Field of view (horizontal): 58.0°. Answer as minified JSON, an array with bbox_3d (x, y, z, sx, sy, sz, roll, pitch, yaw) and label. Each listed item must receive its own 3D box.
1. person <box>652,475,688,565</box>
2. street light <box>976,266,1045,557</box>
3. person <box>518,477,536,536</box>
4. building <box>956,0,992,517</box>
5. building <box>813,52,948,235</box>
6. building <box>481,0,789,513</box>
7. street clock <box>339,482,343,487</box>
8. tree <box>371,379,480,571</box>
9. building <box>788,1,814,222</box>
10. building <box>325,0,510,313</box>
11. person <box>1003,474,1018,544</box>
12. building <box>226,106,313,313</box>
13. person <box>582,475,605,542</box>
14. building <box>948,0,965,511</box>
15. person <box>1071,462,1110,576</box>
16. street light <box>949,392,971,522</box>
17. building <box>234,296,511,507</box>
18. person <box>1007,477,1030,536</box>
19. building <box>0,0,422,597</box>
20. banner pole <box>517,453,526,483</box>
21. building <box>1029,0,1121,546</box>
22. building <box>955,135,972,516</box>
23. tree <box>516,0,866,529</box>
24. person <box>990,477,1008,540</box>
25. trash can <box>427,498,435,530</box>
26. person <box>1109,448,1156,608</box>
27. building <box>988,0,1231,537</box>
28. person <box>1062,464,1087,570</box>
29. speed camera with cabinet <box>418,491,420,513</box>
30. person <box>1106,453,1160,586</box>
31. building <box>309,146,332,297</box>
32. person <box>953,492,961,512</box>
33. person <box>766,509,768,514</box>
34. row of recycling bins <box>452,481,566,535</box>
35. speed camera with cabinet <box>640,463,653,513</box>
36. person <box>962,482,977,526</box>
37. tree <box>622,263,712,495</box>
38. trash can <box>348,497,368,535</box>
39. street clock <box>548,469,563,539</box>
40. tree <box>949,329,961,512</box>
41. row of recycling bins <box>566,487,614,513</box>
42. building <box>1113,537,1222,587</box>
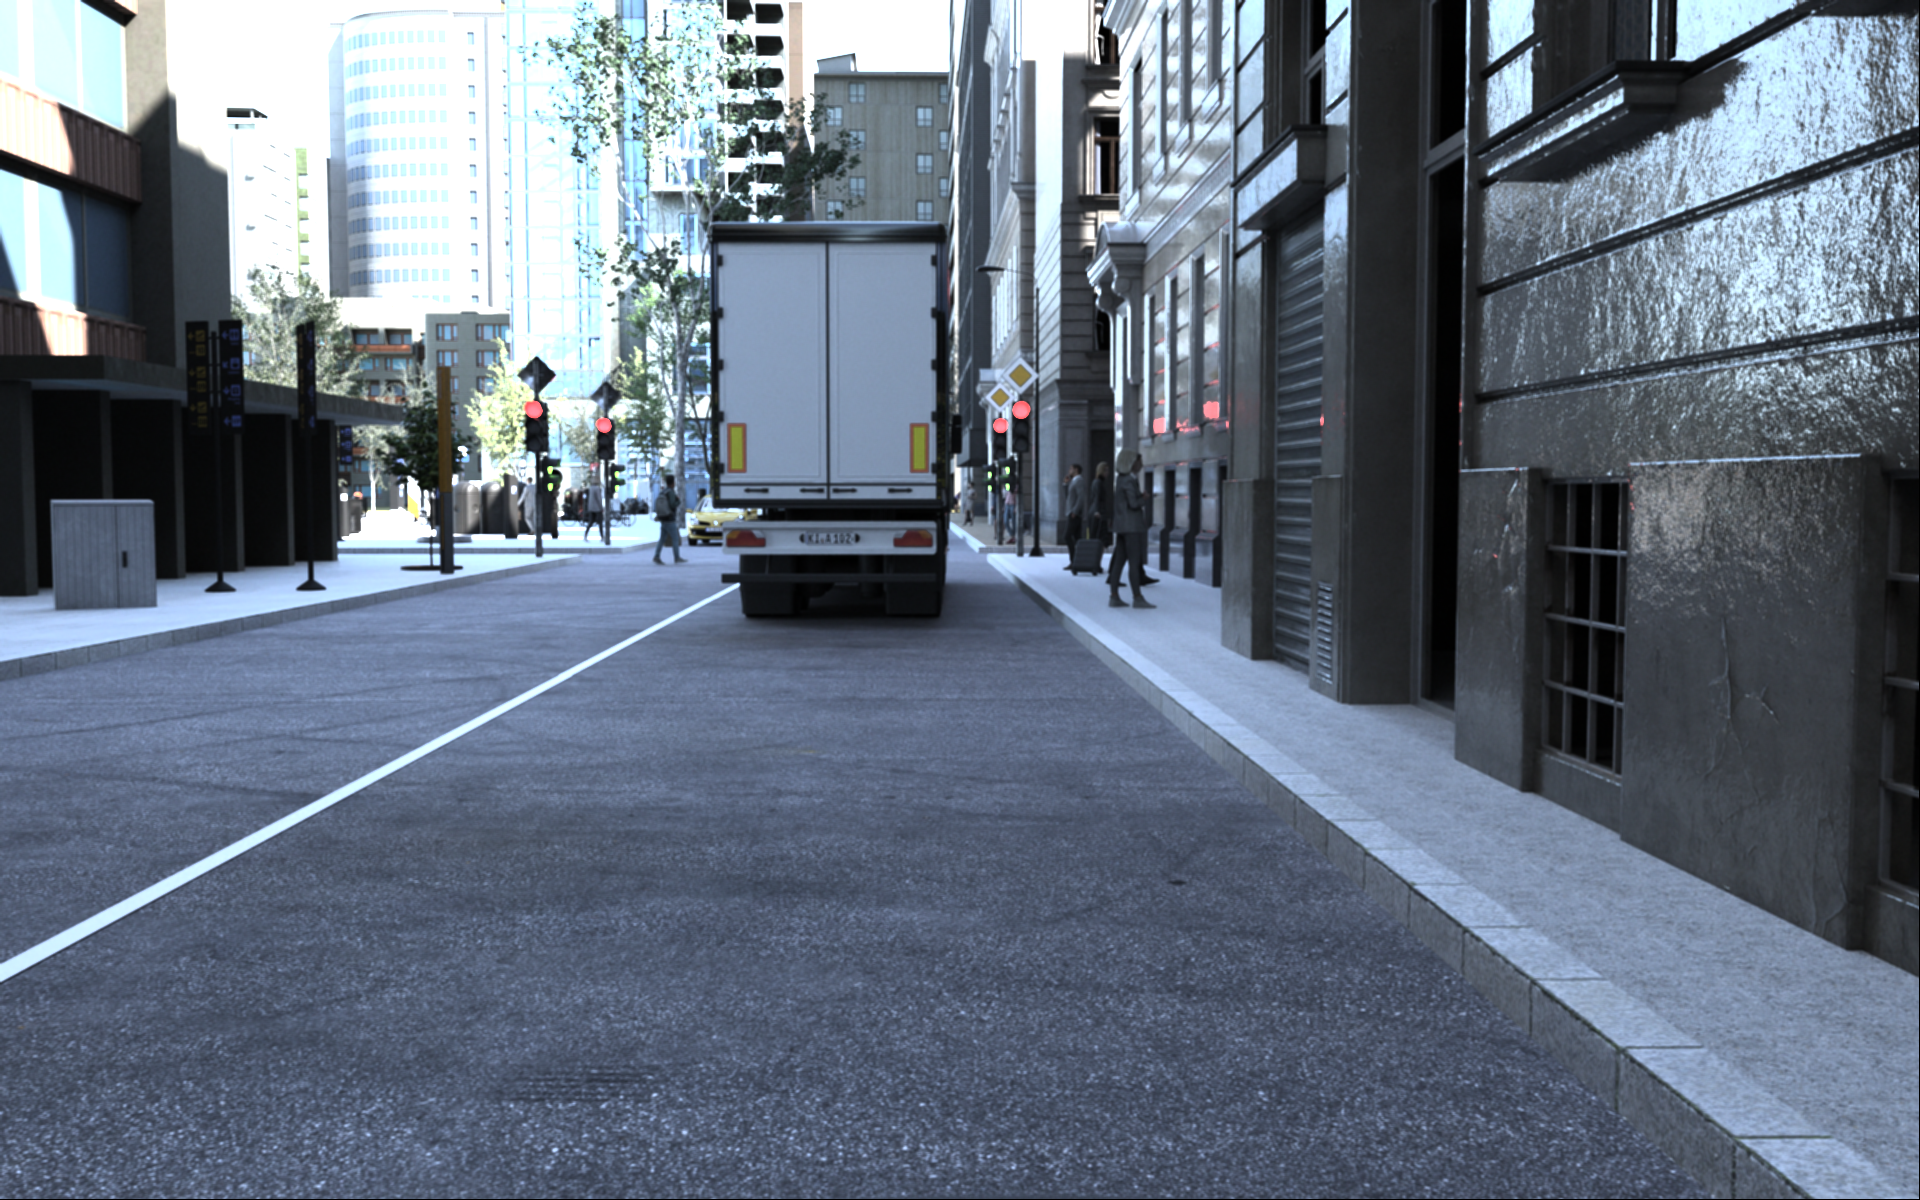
[{"bbox_3d":[-5.886,-1.622,35.001,0.713,1.824,0.794,-1,4,-20],"label":"person"},{"bbox_3d":[1.034,-3.844,35.387,1.470,5.913,1.316,0,4,-2],"label":"street light"},{"bbox_3d":[-13.166,-2.862,52.955,0.853,1.813,0.709,2,4,34],"label":"person"},{"bbox_3d":[7.219,-17.887,85.963,14.314,27.812,24.014,0,4,-2],"label":"building"},{"bbox_3d":[-4.486,-38.329,215.916,27.495,52.752,28.713,0,4,-2],"label":"building"},{"bbox_3d":[-23.166,-50.084,131.541,22.319,86.520,31.000,0,4,-2],"label":"building"},{"bbox_3d":[-36.156,-5.905,101.115,0.358,2.002,0.471,-2,4,-26],"label":"street clock"},{"bbox_3d":[-9.136,-2.128,29.399,1.663,3.219,1.824,0,3,0],"label":"tree"},{"bbox_3d":[-20.444,-30.937,155.926,14.600,45.320,14.200,0,4,-2],"label":"building"},{"bbox_3d":[-60.501,-40.842,209.758,28.212,58.520,21.231,0,4,-2],"label":"building"},{"bbox_3d":[1.313,-2.359,44.625,0.555,1.821,0.388,3,4,39],"label":"person"},{"bbox_3d":[-79.077,-30.669,185.039,14.086,41.232,14.154,0,4,-2],"label":"building"},{"bbox_3d":[-9.748,-2.441,46.139,0.728,1.800,0.709,-3,4,-36],"label":"person"},{"bbox_3d":[9.930,-31.716,142.263,21.300,48.544,21.600,0,4,-2],"label":"building"},{"bbox_3d":[2.128,-1.322,27.871,0.699,1.804,1.509,2,4,26],"label":"person"},{"bbox_3d":[-0.132,-6.497,78.774,1.470,5.913,1.316,0,4,-2],"label":"street light"},{"bbox_3d":[-57.081,-20.446,179.325,28.899,21.520,27.650,0,4,-2],"label":"building"},{"bbox_3d":[1.799,-2.881,53.337,0.728,1.800,0.709,0,4,6],"label":"person"},{"bbox_3d":[-25.152,-22.561,23.501,28.867,44.769,22.147,0,4,-2],"label":"building"},{"bbox_3d":[-27.065,-7.146,106.859,0.401,3.779,0.863,2,4,29],"label":"banner pole"},{"bbox_3d":[11.190,-12.124,47.377,18.267,20.994,9.793,0,4,-2],"label":"building"},{"bbox_3d":[6.583,-19.697,107.950,13.634,28.700,20.117,0,4,-2],"label":"building"},{"bbox_3d":[-9.231,-12.749,64.327,12.611,20.169,13.585,0,3,0],"label":"tree"},{"bbox_3d":[1.139,-2.607,48.692,0.581,1.822,0.654,0,4,-4],"label":"person"},{"bbox_3d":[-18.411,-3.028,61.157,0.748,1.137,0.748,0,3,0],"label":"trash can"},{"bbox_3d":[1.958,-0.822,19.671,0.526,1.800,0.537,0,4,2],"label":"person"},{"bbox_3d":[7.743,-16.990,63.698,13.634,28.700,20.117,0,4,-2],"label":"building"},{"bbox_3d":[1.934,-1.422,29.476,0.473,1.802,0.592,1,4,16],"label":"person"},{"bbox_3d":[-32.982,-6.975,108.381,2.038,3.252,0.660,0,3,0],"label":"speed camera with cabinet"},{"bbox_3d":[2.406,-1.117,24.078,0.755,1.850,0.659,1,4,10],"label":"person"},{"bbox_3d":[-81.529,-31.936,205.748,14.086,41.232,14.154,0,4,-2],"label":"building"},{"bbox_3d":[-0.172,-6.862,121.469,0.697,1.427,0.421,3,5,44],"label":"person"},{"bbox_3d":[-8.588,-4.171,76.891,0.583,1.804,0.606,0,4,0],"label":"person"},{"bbox_3d":[-14.593,-2.969,55.657,3.534,1.692,1.069,-3,5,-41],"label":"row of recycling bins"},{"bbox_3d":[-20.134,-7.142,111.107,0.660,3.252,2.038,0,4,-3],"label":"speed camera with cabinet"},{"bbox_3d":[0.389,-3.886,69.919,0.599,1.781,0.374,3,5,42],"label":"person"},{"bbox_3d":[-11.158,-9.251,77.010,9.928,11.665,9.643,0,3,0],"label":"tree"},{"bbox_3d":[-19.318,-2.652,55.016,0.748,1.137,0.748,0,3,0],"label":"trash can"},{"bbox_3d":[-11.648,-2.763,49.750,0.471,2.002,0.358,0,4,-3],"label":"street clock"},{"bbox_3d":[0.249,-13.116,124.812,12.009,13.543,11.850,0,3,0],"label":"tree"},{"bbox_3d":[-21.481,-5.720,100.641,1.069,1.692,3.534,2,4,34],"label":"row of recycling bins"},{"bbox_3d":[9.633,-14.632,25.135,13.634,28.700,20.117,0,4,-2],"label":"building"}]
